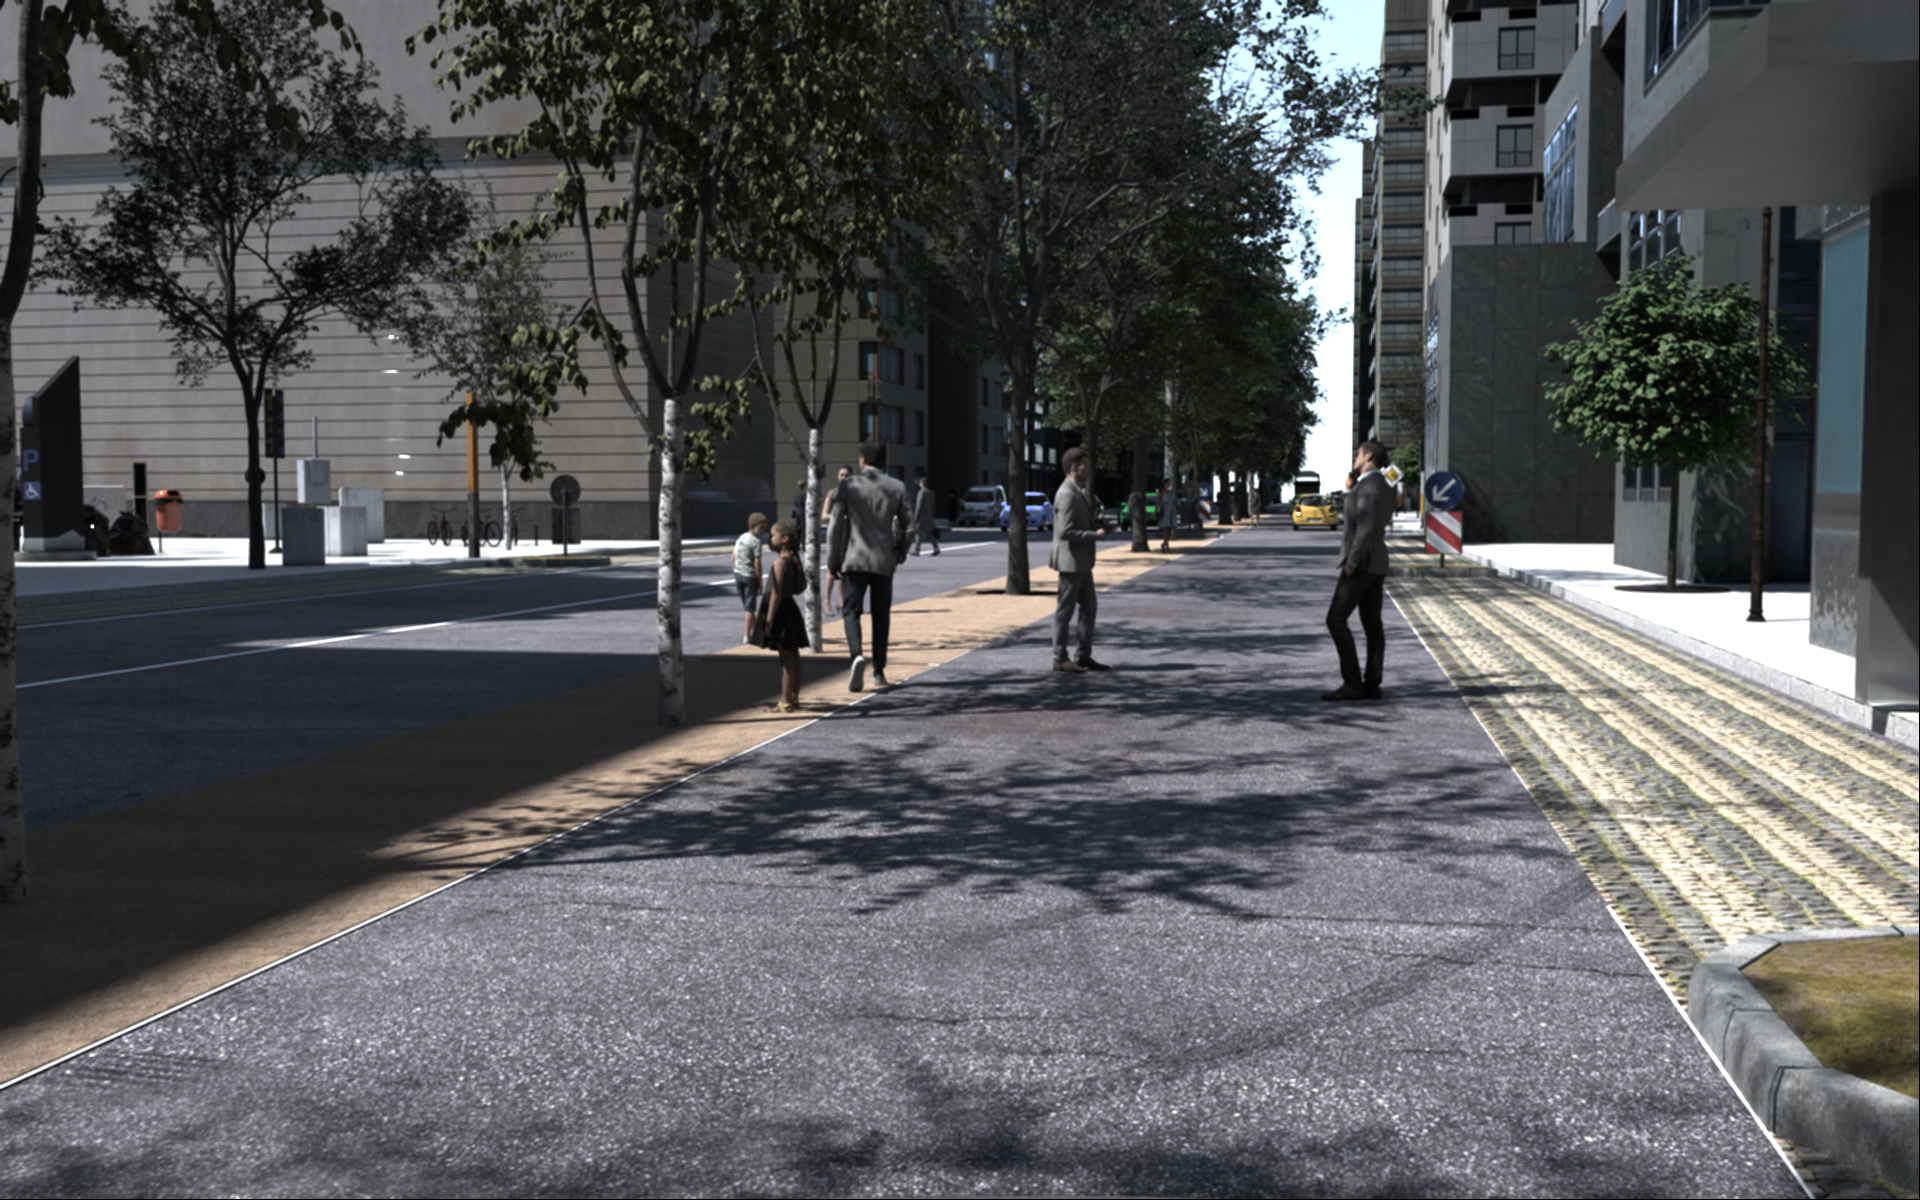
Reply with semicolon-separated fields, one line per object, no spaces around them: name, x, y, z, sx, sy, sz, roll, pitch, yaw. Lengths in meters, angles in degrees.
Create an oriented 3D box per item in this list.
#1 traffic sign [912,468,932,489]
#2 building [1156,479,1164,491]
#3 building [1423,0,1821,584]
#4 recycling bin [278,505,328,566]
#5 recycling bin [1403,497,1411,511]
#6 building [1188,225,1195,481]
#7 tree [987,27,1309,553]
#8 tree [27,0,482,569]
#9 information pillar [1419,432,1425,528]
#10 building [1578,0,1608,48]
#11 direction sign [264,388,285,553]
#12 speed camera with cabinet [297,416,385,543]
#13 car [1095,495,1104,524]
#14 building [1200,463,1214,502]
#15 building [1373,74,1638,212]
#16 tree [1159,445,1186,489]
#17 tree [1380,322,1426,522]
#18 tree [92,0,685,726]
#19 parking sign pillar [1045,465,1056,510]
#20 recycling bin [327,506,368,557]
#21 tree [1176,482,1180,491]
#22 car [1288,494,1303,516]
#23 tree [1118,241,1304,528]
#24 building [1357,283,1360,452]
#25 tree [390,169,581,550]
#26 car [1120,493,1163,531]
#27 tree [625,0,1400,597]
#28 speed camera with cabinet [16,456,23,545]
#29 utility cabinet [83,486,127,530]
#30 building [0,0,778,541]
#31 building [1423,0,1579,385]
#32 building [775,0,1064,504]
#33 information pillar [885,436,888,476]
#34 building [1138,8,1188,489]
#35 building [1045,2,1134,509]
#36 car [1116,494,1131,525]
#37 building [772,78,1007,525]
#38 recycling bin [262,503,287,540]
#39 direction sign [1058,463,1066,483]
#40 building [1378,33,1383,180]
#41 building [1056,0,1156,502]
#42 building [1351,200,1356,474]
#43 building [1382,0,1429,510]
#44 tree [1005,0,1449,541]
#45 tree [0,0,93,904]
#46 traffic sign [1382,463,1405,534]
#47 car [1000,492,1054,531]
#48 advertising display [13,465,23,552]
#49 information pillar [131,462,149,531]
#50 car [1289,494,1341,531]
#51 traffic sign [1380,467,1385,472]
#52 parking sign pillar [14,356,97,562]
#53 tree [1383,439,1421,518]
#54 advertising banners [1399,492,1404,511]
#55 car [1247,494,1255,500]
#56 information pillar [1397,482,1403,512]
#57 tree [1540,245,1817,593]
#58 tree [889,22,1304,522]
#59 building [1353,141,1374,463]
traffic sign;-1.459;-3.856;66.695;0.795;2.450;0.064;1;4;12
building;8.147;-31.324;204.032;32.217;40.220;23.993;1;4;12
building;22.643;-44.209;35.494;22.319;86.520;31.000;1;4;12
recycling bin;-11.887;-1.149;31.344;0.722;1.027;0.722;-1;4;-22
recycling bin;34.582;-7.483;134.897;0.722;1.027;0.722;-2;4;-28
building;28.799;-37.443;262.300;14.600;45.320;14.200;1;4;12
tree;4.413;-7.398;41.541;7.486;12.596;7.792;0;3;0
tree;-11.945;-5.826;29.669;8.767;10.594;7.601;1;4;11
information pillar;17.290;-4.484;64.672;0.183;3.616;0.504;1;4;22
building;40.187;-32.115;67.073;28.212;58.520;21.231;1;4;12
direction sign;-14.822;-2.783;37.507;0.379;3.537;0.876;0;4;3
speed camera with cabinet;-16.007;-3.085;44.776;2.038;3.252;0.660;-3;4;-39
car;5.723;-4.263;81.494;2.131;1.459;4.920;1;4;10
building;35.226;-37.088;289.975;14.154;41.232;14.086;1;4;12
building;54.116;-34.214;179.014;23.786;49.044;30.456;1;4;12
tree;26.898;-16.255;216.138;4.737;8.622;4.395;0;3;0
tree;19.687;-7.434;71.909;4.360;8.622;3.978;0;3;0
tree;-1.772;-3.538;10.663;4.737;8.622;4.395;0;3;0
parking sign pillar;7.124;-9.320;140.849;1.447;3.967;1.447;-2;4;-25
recycling bin;-12.754;-1.420;35.764;0.722;1.027;0.722;2;4;27
tree;27.500;-13.938;222.482;1.663;3.219;1.824;0;3;0
car;22.909;-6.337;115.402;2.131;1.459;4.920;1;4;11
tree;9.344;-8.574;68.394;9.928;11.665;9.643;0;3;0
building;58.974;-27.756;225.510;14.160;30.474;14.107;1;4;12
tree;-10.436;-5.434;39.203;4.360;8.622;3.978;0;3;0
car;7.381;-3.616;67.922;1.959;1.807;4.718;1;4;13
tree;0.823;-6.822;24.367;12.009;13.543;11.850;0;3;0
speed camera with cabinet;-22.455;-2.901;41.763;2.038;3.252;0.660;2;4;28
utility cabinet;-22.996;-2.306;46.390;1.173;1.500;0.318;-1;4;-9
building;-19.199;-15.756;54.873;25.104;27.353;12.463;1;4;12
building;43.018;-31.564;105.315;28.713;52.752;27.495;1;4;12
building;-5.206;-30.926;125.249;23.786;49.044;30.456;1;4;12
information pillar;-2.984;-4.820;70.163;0.183;3.616;0.504;0;4;4
building;20.929;-56.653;238.948;22.319;86.520;31.000;1;4;12
building;4.221;-30.690;156.412;22.147;44.769;28.867;1;4;12
car;8.381;-4.195;80.385;2.131;1.459;4.920;1;4;11
building;-13.812;-14.797;86.970;27.650;21.520;28.899;1;4;12
recycling bin;-19.420;-2.208;48.656;0.722;1.027;0.722;2;4;35
direction sign;7.674;-8.287;127.489;0.876;3.537;0.379;0;4;-7
building;45.268;-31.044;157.676;14.600;45.320;14.200;1;4;12
building;9.937;-45.355;179.798;20.563;71.187;20.611;1;4;12
building;61.461;-33.992;239.369;14.154;41.232;14.086;1;4;12
building;41.895;-28.116;143.290;14.154;41.232;14.086;1;4;12
tree;7.417;-11.787;51.058;12.611;20.169;13.585;0;3;0
tree;-3.355;-3.256;6.059;4.737;8.622;4.395;0;3;0
traffic sign;13.806;-3.164;55.373;0.795;2.450;0.064;1;4;12
car;2.654;-3.576;68.067;1.945;1.707;3.694;1;4;12
advertising display;-20.947;-2.015;38.159;0.974;1.923;0.123;-2;4;-29
information pillar;-18.823;-2.158;39.773;0.304;2.012;0.304;-2;4;-29
car;14.081;-3.577;68.710;2.015;1.641;3.980;1;4;11
traffic sign;15.425;-3.642;63.193;0.795;2.450;0.064;1;4;12
parking sign pillar;-17.422;-2.737;33.227;1.447;3.967;1.447;0;4;6
tree;24.438;-6.621;91.965;4.285;4.588;4.351;0;3;0
advertising banners;33.768;-8.364;132.935;0.090;3.025;2.074;0;4;-2
car;34.788;-11.923;204.723;2.009;1.686;4.222;1;4;10
information pillar;30.826;-7.964;121.566;0.504;3.616;0.183;3;4;38
tree;9.518;-2.396;22.894;4.285;4.588;4.351;0;3;0
tree;2.475;-5.954;34.212;8.767;10.594;7.601;1;4;12
building;53.771;-31.708;202.022;14.154;41.232;14.086;1;4;12
